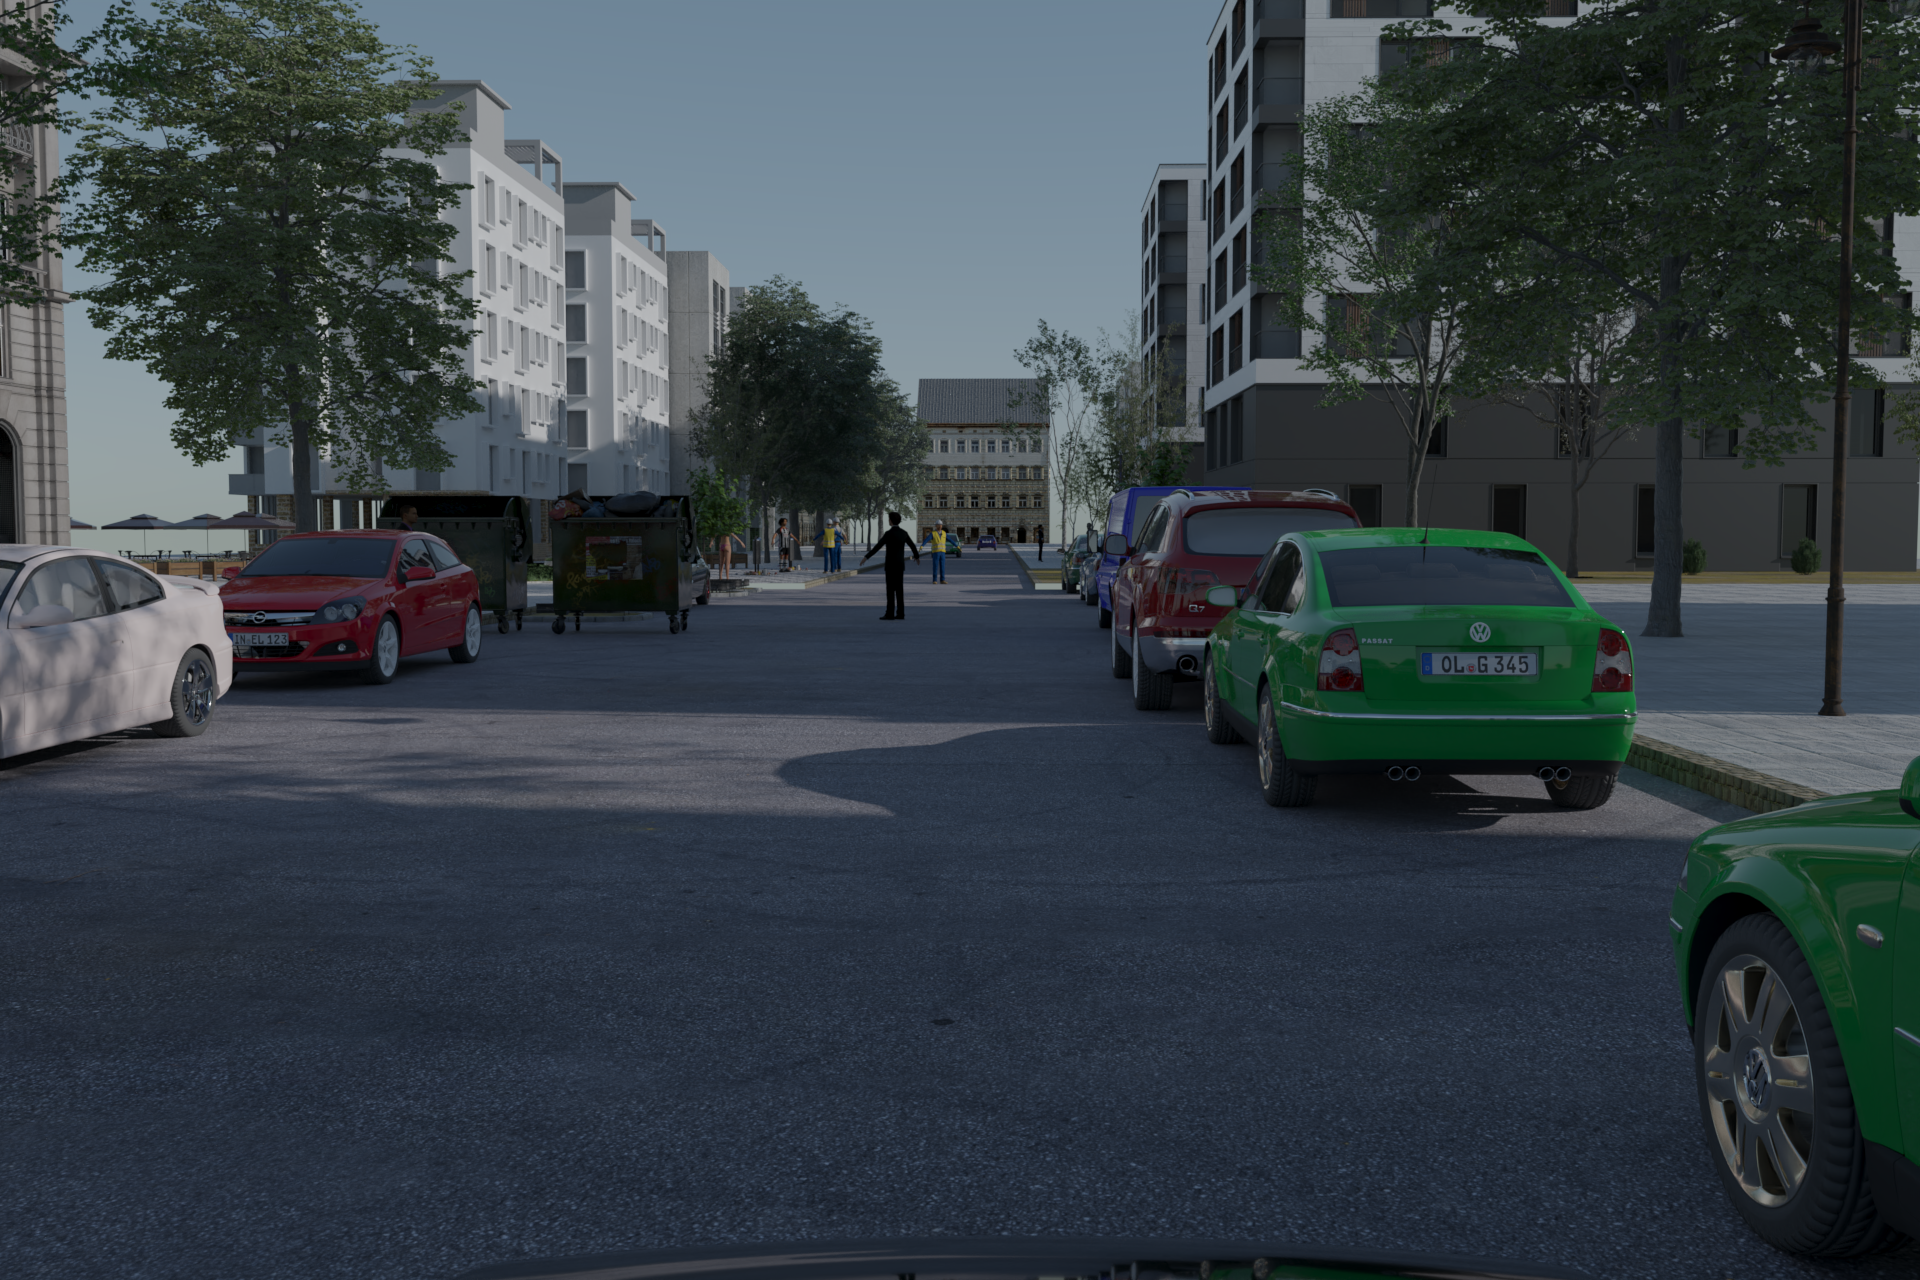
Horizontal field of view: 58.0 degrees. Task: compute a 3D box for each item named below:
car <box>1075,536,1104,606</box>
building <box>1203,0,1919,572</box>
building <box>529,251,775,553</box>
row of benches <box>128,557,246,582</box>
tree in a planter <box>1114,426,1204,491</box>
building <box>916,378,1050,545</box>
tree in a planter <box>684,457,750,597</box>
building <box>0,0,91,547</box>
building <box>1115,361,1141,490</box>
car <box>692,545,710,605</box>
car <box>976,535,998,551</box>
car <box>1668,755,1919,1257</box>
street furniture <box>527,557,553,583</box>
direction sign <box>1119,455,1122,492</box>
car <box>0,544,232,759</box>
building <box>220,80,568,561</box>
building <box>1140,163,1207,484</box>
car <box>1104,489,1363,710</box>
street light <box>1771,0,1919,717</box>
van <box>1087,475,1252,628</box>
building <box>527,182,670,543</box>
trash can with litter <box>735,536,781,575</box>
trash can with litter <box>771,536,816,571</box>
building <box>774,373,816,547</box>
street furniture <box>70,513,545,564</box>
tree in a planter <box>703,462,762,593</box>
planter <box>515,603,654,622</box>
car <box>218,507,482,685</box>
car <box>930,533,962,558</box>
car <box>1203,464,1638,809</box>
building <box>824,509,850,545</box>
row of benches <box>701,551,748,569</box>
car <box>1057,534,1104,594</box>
[{"bbox_3d":[3.424,-1.467,35.984,2.014,1.417,4.499,0,4,2],"label":"car"},{"bbox_3d":[24.228,-14.103,74.554,27.936,21.610,32.646,0,4,1],"label":"building"},{"bbox_3d":[-23.720,-15.771,124.307,16.747,18.905,31.486,0,4,1],"label":"building"},{"bbox_3d":[-20.784,-1.859,45.853,1.422,0.672,4.104,2,4,26],"label":"row of benches"},{"bbox_3d":[3.383,-1.931,28.802,1.991,3.239,1.994,0,4,2],"label":"tree in a planter"},{"bbox_3d":[3.293,-25.045,242.871,18.063,23.208,19.493,0,4,1],"label":"building"},{"bbox_3d":[-5.965,-2.631,40.246,1.991,3.239,1.994,0,4,2],"label":"tree in a planter"},{"bbox_3d":[-31.122,-11.981,36.546,13.314,22.015,24.055,0,4,2],"label":"building"},{"bbox_3d":[25.961,-19.529,185.754,16.747,18.905,31.486,0,4,2],"label":"building"},{"bbox_3d":[-5.977,-1.469,33.804,2.009,1.686,4.222,0,4,1],"label":"car"},{"bbox_3d":[2.349,-8.444,150.642,1.945,1.354,3.894,0,4,2],"label":"car"},{"bbox_3d":[2.451,0.411,2.079,1.959,1.807,4.718,0,4,1],"label":"car"},{"bbox_3d":[-12.806,-1.897,46.641,10.072,0.657,5.734,-2,4,-34],"label":"street furniture"},{"bbox_3d":[4.612,-3.538,49.842,0.379,3.537,0.876,0,4,1],"label":"direction sign"},{"bbox_3d":[-6.342,0.086,10.950,2.083,1.381,4.827,0,4,1],"label":"car"},{"bbox_3d":[-24.862,-13.292,73.738,16.016,20.090,11.380,0,4,1],"label":"building"},{"bbox_3d":[25.444,-16.376,111.725,27.936,21.610,32.646,0,4,2],"label":"building"},{"bbox_3d":[2.474,-0.422,15.581,2.281,1.827,5.304,0,4,2],"label":"car"},{"bbox_3d":[6.175,-2.403,12.083,0.468,5.910,1.993,0,4,1],"label":"street light"},{"bbox_3d":[3.002,-1.235,24.581,2.240,2.365,5.245,0,4,1],"label":"van"},{"bbox_3d":[-23.280,-14.566,94.566,16.016,20.090,11.380,0,4,1],"label":"building"},{"bbox_3d":[-6.250,-2.670,54.706,1.678,1.210,2.233,0,4,3],"label":"trash can with litter"},{"bbox_3d":[-5.882,-3.092,61.610,1.678,1.210,2.233,0,4,1],"label":"trash can with litter"},{"bbox_3d":[-25.193,-21.507,182.569,19.493,23.208,18.063,0,4,2],"label":"building"},{"bbox_3d":[-28.018,-3.455,61.520,27.439,1.986,14.083,-1,4,-8],"label":"street furniture"},{"bbox_3d":[-5.958,-2.789,42.829,1.991,3.239,1.994,0,4,2],"label":"tree in a planter"},{"bbox_3d":[-6.238,-0.490,29.147,1.991,0.319,1.994,0,4,1],"label":"planter"},{"bbox_3d":[-6.314,-0.537,17.825,2.155,1.783,4.494,0,4,1],"label":"car"},{"bbox_3d":[-0.825,-5.934,105.821,1.959,1.807,4.718,0,4,1],"label":"car"},{"bbox_3d":[2.530,-0.100,10.434,1.959,1.807,4.718,0,4,2],"label":"car"},{"bbox_3d":[-23.462,-23.130,209.107,19.493,23.208,18.063,0,4,2],"label":"building"},{"bbox_3d":[-9.107,-2.930,63.375,1.422,0.672,4.104,2,4,25],"label":"row of benches"},{"bbox_3d":[3.494,-1.915,43.106,2.131,1.459,4.920,0,4,1],"label":"car"}]
